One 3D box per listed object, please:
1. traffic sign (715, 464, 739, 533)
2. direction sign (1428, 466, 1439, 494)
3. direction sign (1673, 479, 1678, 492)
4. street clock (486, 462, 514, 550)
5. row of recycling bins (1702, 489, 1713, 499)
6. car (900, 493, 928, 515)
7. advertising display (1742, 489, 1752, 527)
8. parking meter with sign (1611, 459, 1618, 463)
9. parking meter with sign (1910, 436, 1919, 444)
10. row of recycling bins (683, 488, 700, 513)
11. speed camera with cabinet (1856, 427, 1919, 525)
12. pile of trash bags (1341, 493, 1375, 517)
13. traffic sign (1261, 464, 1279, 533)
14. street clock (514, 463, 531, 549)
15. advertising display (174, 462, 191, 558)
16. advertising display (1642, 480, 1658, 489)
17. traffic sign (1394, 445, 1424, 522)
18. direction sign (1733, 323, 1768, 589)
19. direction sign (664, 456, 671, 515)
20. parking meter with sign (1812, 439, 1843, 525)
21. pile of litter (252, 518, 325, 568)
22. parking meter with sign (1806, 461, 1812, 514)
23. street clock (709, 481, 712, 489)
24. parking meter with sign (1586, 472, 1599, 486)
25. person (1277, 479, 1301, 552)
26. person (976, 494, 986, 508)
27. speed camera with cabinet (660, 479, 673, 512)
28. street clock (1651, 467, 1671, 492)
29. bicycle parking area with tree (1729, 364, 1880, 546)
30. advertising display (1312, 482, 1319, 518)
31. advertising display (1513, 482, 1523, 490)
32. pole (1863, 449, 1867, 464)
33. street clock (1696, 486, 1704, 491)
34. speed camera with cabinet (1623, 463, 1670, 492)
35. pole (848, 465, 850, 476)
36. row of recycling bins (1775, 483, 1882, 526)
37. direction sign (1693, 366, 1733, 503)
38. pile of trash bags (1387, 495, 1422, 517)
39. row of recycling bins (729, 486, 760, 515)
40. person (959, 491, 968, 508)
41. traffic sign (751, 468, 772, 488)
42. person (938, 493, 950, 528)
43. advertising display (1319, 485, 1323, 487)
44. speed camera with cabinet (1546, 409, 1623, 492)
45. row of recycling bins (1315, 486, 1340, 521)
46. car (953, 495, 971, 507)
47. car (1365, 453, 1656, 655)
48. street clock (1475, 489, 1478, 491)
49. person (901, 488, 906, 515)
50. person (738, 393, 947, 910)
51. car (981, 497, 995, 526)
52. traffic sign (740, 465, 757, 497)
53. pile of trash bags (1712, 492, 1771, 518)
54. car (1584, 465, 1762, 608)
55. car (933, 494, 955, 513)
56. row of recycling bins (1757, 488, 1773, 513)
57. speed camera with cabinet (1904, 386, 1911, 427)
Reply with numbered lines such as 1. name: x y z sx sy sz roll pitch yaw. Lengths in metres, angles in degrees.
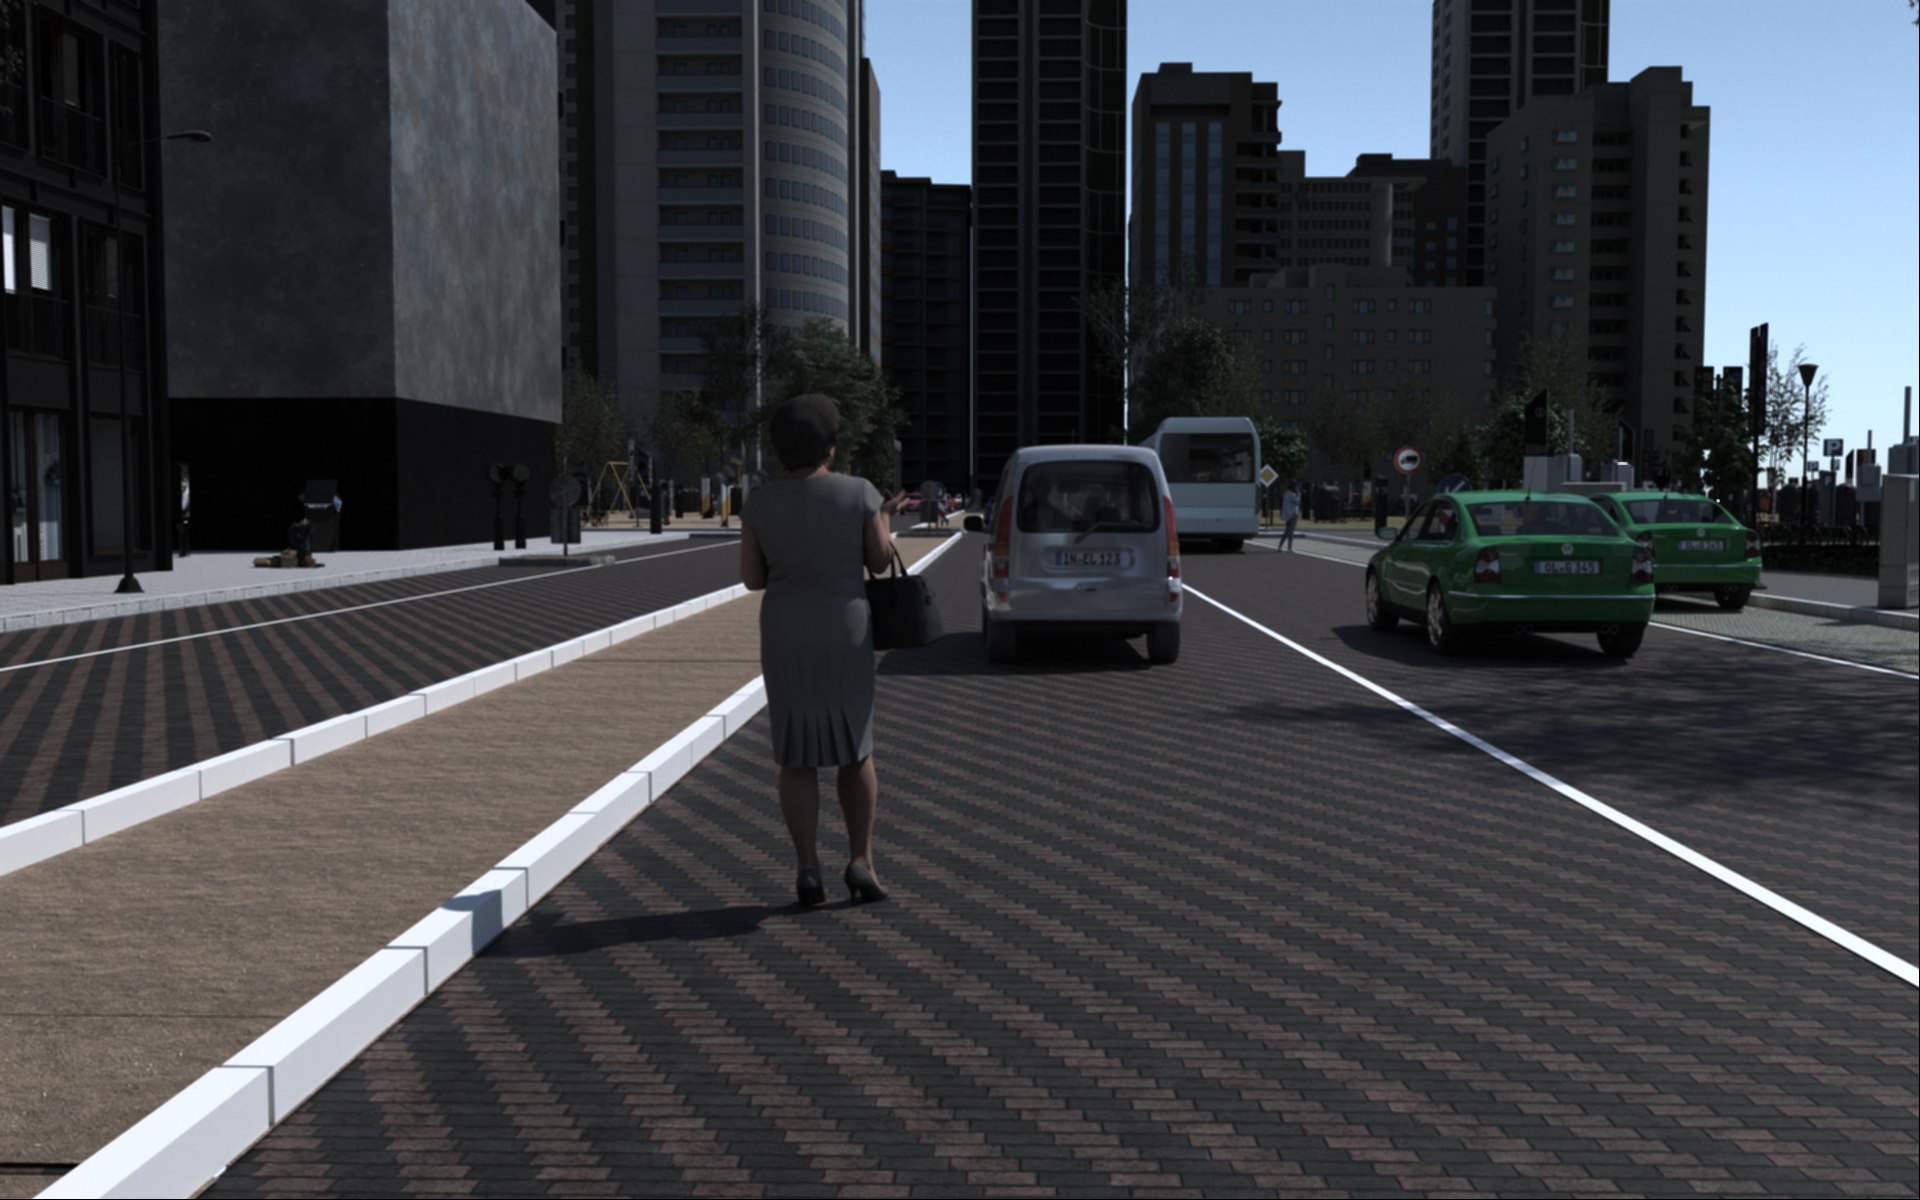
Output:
1. traffic sign: -7.738 -3.297 57.553 0.795 2.450 0.064 0 4 2
2. direction sign: 37.735 -8.929 137.994 0.876 3.537 0.379 2 4 27
3. direction sign: 44.497 -7.056 107.359 0.876 3.537 0.379 -2 4 -30
4. street clock: -10.514 -2.133 39.451 0.471 2.002 0.358 -2 4 -32
5. row of recycling bins: 58.290 -7.838 135.264 3.534 1.692 1.069 1 4 23
6. car: -3.238 -6.841 120.887 2.155 1.783 4.494 0 4 1
7. advertising display: 29.915 -3.699 65.684 0.974 1.923 0.123 -3 4 -37
8. parking meter with sign: 32.217 -5.422 84.908 0.543 3.016 1.738 1 4 19
9. parking meter with sign: 28.466 -3.370 51.363 0.543 3.016 1.738 2 4 25
10. row of recycling bins: -18.809 -6.919 120.231 1.069 1.692 3.534 0 4 7
11. speed camera with cabinet: 28.766 -3.610 53.357 2.038 3.252 0.660 2 4 29
12. pile of trash bags: 21.255 -5.220 95.100 3.447 1.369 1.912 -2 4 -27
13. traffic sign: 10.097 -3.264 57.006 0.795 2.450 0.064 0 4 2
14. street clock: -10.319 -2.205 40.622 0.471 2.002 0.358 -3 5 -42
15. advertising display: -15.872 -1.846 35.389 0.123 1.923 0.974 -1 4 -15
16. advertising display: 32.025 -4.589 80.238 0.123 1.923 0.974 -2 4 -31
17. traffic sign: 11.660 -2.748 45.043 0.768 2.556 0.104 1 4 9
18. direction sign: 10.748 -1.921 23.398 0.379 3.537 0.876 1 4 12
19. direction sign: -17.574 -6.861 104.175 0.379 3.537 0.876 -2 4 -32
20. parking meter with sign: 27.864 -3.629 55.598 0.543 3.016 1.738 1 4 18
21. pile of litter: -11.825 -1.009 30.462 1.176 0.858 1.719 -2 4 -26
22. parking meter with sign: 43.615 -5.599 87.797 0.543 3.016 1.738 -2 4 -24
23. street clock: -13.974 -5.594 96.031 0.471 2.002 0.358 -1 4 -22
24. parking meter with sign: 50.144 -8.567 136.332 0.543 3.016 1.738 -3 4 -36
25. person: 8.098 -2.071 42.631 0.793 1.790 0.793 3 5 43
26. person: 2.095 -10.197 176.006 1.217 1.735 0.721 0 4 6
27. speed camera with cabinet: -18.529 -6.792 105.392 2.038 3.252 0.660 1 4 10
28. street clock: 18.903 -2.578 46.728 0.471 2.002 0.358 -1 4 -21
29. bicycle parking area with tree: 21.317 -3.168 38.798 8.231 4.147 9.016 0 4 7
30. advertising display: 19.402 -5.486 94.913 0.123 1.923 0.974 0 4 4
31. advertising display: 30.222 -5.387 93.284 0.974 1.923 0.123 -1 4 -21
32. pole: 40.908 -5.165 78.291 0.158 3.312 0.155 0 3 0
33. street clock: 41.015 -5.594 96.025 0.471 2.002 0.358 1 4 15
34. speed camera with cabinet: 20.137 -3.505 51.641 2.038 3.252 0.660 -1 4 -16
35. pole: -7.843 -7.859 122.343 0.158 3.312 0.155 0 3 0
36. row of recycling bins: 32.462 -3.512 64.539 3.534 1.692 1.069 1 4 16
37. direction sign: 13.436 -2.372 30.779 0.876 3.537 0.379 0 4 -4
38. pile of trash bags: 26.192 -5.463 99.070 3.447 1.369 1.912 0 4 -2
39. row of recycling bins: -13.074 -6.085 106.602 1.069 1.692 3.534 2 4 33
40. person: 0.395 -10.391 178.909 1.217 1.766 0.721 3 5 41
41. traffic sign: -7.502 -3.785 65.535 0.795 2.450 0.064 0 4 2
42. person: -0.712 -3.866 71.976 0.793 1.790 0.793 2 4 28
43. advertising display: 24.549 -6.877 117.652 0.974 1.923 0.123 -3 5 -41
44. speed camera with cabinet: 14.616 -2.840 40.770 2.038 3.252 0.660 -2 4 -35
45. row of recycling bins: 18.165 -4.786 85.356 1.069 1.692 3.534 1 4 19
46. car: 0.196 -10.958 191.525 2.083 1.381 4.827 0 4 1
47. car: 5.166 -0.489 16.794 1.959 1.807 4.718 0 4 2
48. street clock: 33.376 -6.588 112.284 0.471 2.002 0.358 2 4 28
49. person: -3.910 -6.718 118.149 0.447 1.846 0.655 0 4 8
50. person: -0.402 0.169 6.093 0.716 1.782 0.532 0 4 3
51. car: 1.880 -3.872 75.893 1.945 1.354 3.894 0 4 1
52. traffic sign: -9.233 -4.623 75.689 0.768 2.556 0.104 0 4 6
53. pile of trash bags: 42.196 -5.164 94.190 3.447 1.369 1.912 1 4 21
54. car: 8.951 -0.872 23.050 1.959 1.807 4.718 0 4 1
55. car: -1.414 -7.526 132.090 2.155 1.783 4.494 0 4 2
56. row of recycling bins: 55.787 -6.924 120.316 1.069 1.692 3.534 0 4 -2
57. speed camera with cabinet: 17.770 -2.259 31.277 0.660 3.252 2.038 -1 4 -16
